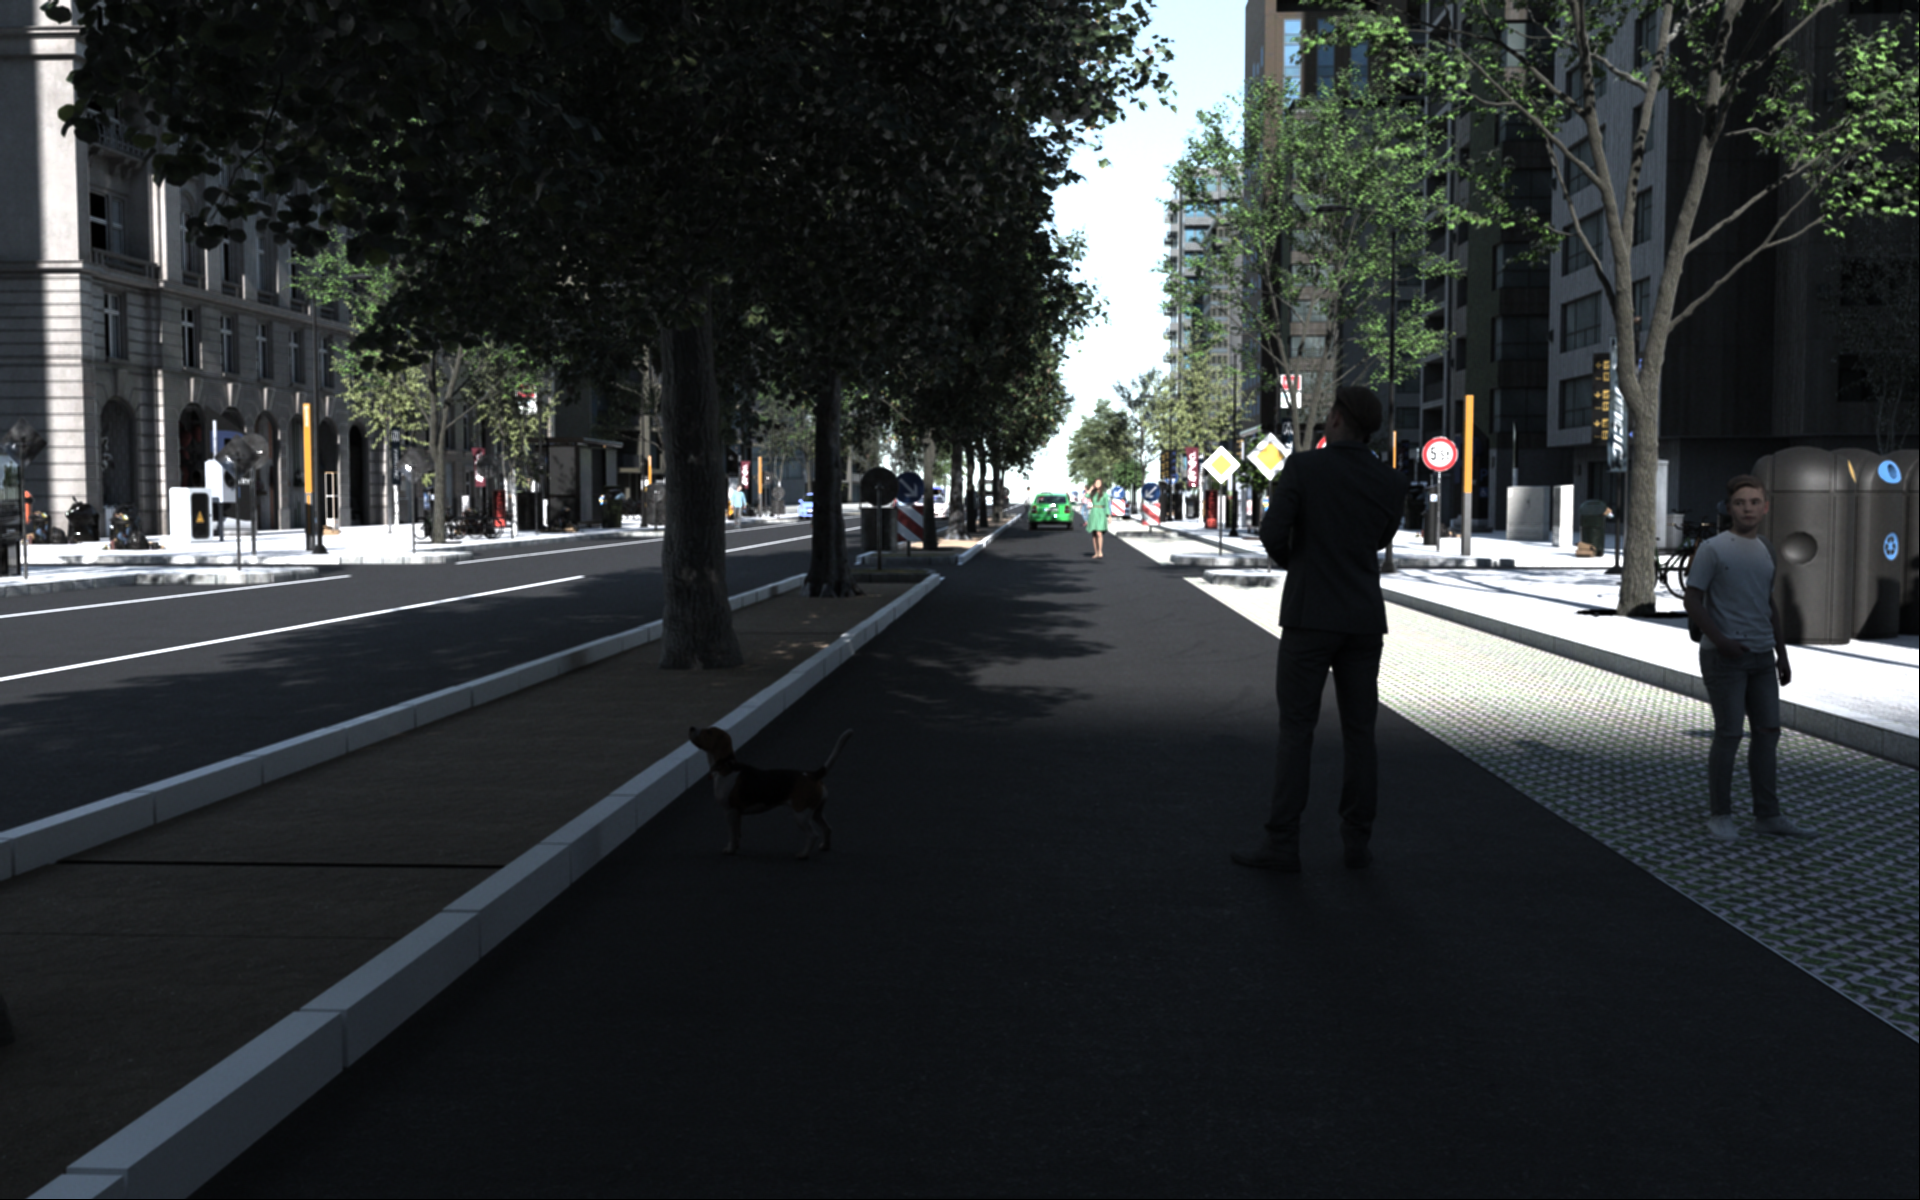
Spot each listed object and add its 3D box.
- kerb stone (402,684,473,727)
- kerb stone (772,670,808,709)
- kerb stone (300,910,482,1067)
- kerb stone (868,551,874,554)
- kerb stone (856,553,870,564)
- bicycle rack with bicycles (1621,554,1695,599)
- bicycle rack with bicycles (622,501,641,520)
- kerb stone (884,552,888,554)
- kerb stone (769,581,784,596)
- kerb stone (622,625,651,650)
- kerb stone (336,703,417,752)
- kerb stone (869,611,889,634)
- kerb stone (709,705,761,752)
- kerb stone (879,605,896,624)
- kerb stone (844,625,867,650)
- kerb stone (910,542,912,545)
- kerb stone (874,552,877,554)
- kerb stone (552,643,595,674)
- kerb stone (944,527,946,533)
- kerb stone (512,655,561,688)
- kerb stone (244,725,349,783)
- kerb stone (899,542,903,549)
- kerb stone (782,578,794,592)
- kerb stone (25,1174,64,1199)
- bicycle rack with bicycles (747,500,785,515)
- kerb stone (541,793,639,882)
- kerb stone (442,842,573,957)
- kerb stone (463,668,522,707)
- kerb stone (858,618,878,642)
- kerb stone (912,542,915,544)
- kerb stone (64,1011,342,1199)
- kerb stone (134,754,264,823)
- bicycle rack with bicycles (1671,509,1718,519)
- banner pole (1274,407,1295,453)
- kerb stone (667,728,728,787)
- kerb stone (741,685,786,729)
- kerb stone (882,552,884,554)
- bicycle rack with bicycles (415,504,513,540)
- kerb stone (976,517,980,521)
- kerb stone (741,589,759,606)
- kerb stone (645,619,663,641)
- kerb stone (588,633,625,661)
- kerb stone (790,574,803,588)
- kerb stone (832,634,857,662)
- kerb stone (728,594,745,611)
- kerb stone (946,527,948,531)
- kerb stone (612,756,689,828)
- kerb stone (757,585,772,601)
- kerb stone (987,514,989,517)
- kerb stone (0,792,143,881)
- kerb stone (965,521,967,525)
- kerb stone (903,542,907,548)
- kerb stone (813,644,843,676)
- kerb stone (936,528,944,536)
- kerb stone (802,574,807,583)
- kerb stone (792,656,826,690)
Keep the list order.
[{"bbox_3d":[-3.350,0.681,11.061,0.120,0.150,1.000,0,4,3],"label":"kerb stone"},{"bbox_3d":[-1.196,0.628,11.989,0.120,0.150,1.000,0,4,3],"label":"kerb stone"},{"bbox_3d":[-1.564,1.065,4.825,0.120,0.150,1.000,0,4,3],"label":"kerb stone"},{"bbox_3d":[-2.002,-0.918,37.205,0.120,0.150,1.000,0,4,3],"label":"kerb stone"},{"bbox_3d":[-2.055,-0.855,36.182,0.120,0.150,1.000,0,4,3],"label":"kerb stone"},{"bbox_3d":[9.382,-0.458,20.863,2.925,0.926,2.852,0,4,-7],"label":"bicycle rack with bicycles"},{"bbox_3d":[-16.734,-4.375,84.906,2.925,0.926,2.852,3,5,41],"label":"bicycle rack with bicycles"},{"bbox_3d":[-1.839,-1.103,40.267,0.120,0.150,1.000,0,4,3],"label":"kerb stone"},{"bbox_3d":[-2.654,-0.134,24.383,0.120,0.150,1.000,0,4,3],"label":"kerb stone"},{"bbox_3d":[-3.089,0.375,16.181,0.120,0.150,1.000,0,4,3],"label":"kerb stone"},{"bbox_3d":[-3.404,0.747,10.039,0.120,0.150,1.000,0,4,3],"label":"kerb stone"},{"bbox_3d":[-0.877,0.248,18.133,0.120,0.150,1.000,0,4,3],"label":"kerb stone"},{"bbox_3d":[-1.299,0.750,9.934,0.120,0.150,1.000,0,4,3],"label":"kerb stone"},{"bbox_3d":[-0.835,0.187,19.155,0.120,0.150,1.000,0,4,3],"label":"kerb stone"},{"bbox_3d":[-0.997,0.373,16.092,0.120,0.150,1.000,0,4,3],"label":"kerb stone"},{"bbox_3d":[-1.470,-1.541,47.417,0.120,0.150,1.000,0,4,3],"label":"kerb stone"},{"bbox_3d":[-1.951,-0.980,38.225,0.120,0.150,1.000,0,4,3],"label":"kerb stone"},{"bbox_3d":[-3.189,0.493,14.134,0.120,0.150,1.000,0,4,3],"label":"kerb stone"},{"bbox_3d":[-0.687,-2.477,62.780,0.120,0.150,1.000,0,4,3],"label":"kerb stone"},{"bbox_3d":[-3.240,0.556,13.104,0.120,0.150,1.000,0,4,3],"label":"kerb stone"},{"bbox_3d":[-3.454,0.807,9.006,0.120,0.150,1.000,0,4,3],"label":"kerb stone"},{"bbox_3d":[-1.633,-1.355,44.353,0.120,0.150,1.000,0,4,3],"label":"kerb stone"},{"bbox_3d":[-2.605,-0.192,25.406,0.120,0.150,1.000,0,4,3],"label":"kerb stone"},{"bbox_3d":[-1.662,1.190,2.774,0.120,0.150,1.000,0,4,3],"label":"kerb stone"},{"bbox_3d":[-12.262,-5.795,108.130,2.925,0.926,2.852,-2,4,-23],"label":"bicycle rack with bicycles"},{"bbox_3d":[-1.462,0.938,6.867,0.120,0.150,1.000,0,4,3],"label":"kerb stone"},{"bbox_3d":[-1.513,1.000,5.846,0.120,0.150,1.000,0,4,3],"label":"kerb stone"},{"bbox_3d":[-3.287,0.620,12.081,0.120,0.150,1.000,0,4,3],"label":"kerb stone"},{"bbox_3d":[-0.940,0.311,17.113,0.120,0.150,1.000,0,4,3],"label":"kerb stone"},{"bbox_3d":[-1.423,-1.593,48.438,0.120,0.150,1.000,0,4,3],"label":"kerb stone"},{"bbox_3d":[-1.620,1.127,3.804,0.120,0.150,1.000,0,4,3],"label":"kerb stone"},{"bbox_3d":[-3.504,0.870,7.977,0.120,0.150,1.000,0,4,3],"label":"kerb stone"},{"bbox_3d":[16.877,-1.648,40.322,2.852,0.926,2.925,-2,4,-32],"label":"bicycle rack with bicycles"},{"bbox_3d":[9.332,-3.671,50.034,0.863,3.779,0.401,2,4,24],"label":"banner pole"},{"bbox_3d":[-1.358,0.815,8.913,0.120,0.150,1.000,0,4,3],"label":"kerb stone"},{"bbox_3d":[-1.251,0.687,10.961,0.120,0.150,1.000,0,4,3],"label":"kerb stone"},{"bbox_3d":[-1.891,-1.040,39.246,0.120,0.150,1.000,0,4,3],"label":"kerb stone"},{"bbox_3d":[-14.143,-2.202,49.388,2.925,0.926,2.852,-2,4,-34],"label":"bicycle rack with bicycles"},{"bbox_3d":[1.113,-4.607,97.595,0.120,0.150,1.000,0,4,3],"label":"kerb stone"},{"bbox_3d":[-2.771,-0.006,22.336,0.120,0.150,1.000,0,4,3],"label":"kerb stone"},{"bbox_3d":[-3.029,0.305,17.202,0.120,0.150,1.000,0,4,3],"label":"kerb stone"},{"bbox_3d":[-3.141,0.431,15.155,0.120,0.150,1.000,0,4,3],"label":"kerb stone"},{"bbox_3d":[-2.560,-0.259,26.429,0.120,0.150,1.000,0,4,3],"label":"kerb stone"},{"bbox_3d":[-1.034,0.438,15.070,0.120,0.150,1.000,0,4,3],"label":"kerb stone"},{"bbox_3d":[-2.831,0.057,21.309,0.120,0.150,1.000,0,4,3],"label":"kerb stone"},{"bbox_3d":[-0.631,-2.542,63.800,0.120,0.150,1.000,0,4,3],"label":"kerb stone"},{"bbox_3d":[-1.413,0.875,7.892,0.120,0.150,1.000,0,4,3],"label":"kerb stone"},{"bbox_3d":[-2.708,-0.070,23.356,0.120,0.150,1.000,0,4,3],"label":"kerb stone"},{"bbox_3d":[1.740,-5.358,109.878,0.120,0.150,1.000,0,4,3],"label":"kerb stone"},{"bbox_3d":[-3.557,0.932,6.956,0.120,0.150,1.000,0,4,3],"label":"kerb stone"},{"bbox_3d":[0.427,-3.798,84.289,0.120,0.150,1.000,0,4,3],"label":"kerb stone"},{"bbox_3d":[-1.521,-1.480,46.396,0.120,0.150,1.000,0,4,3],"label":"kerb stone"},{"bbox_3d":[-1.090,0.498,14.049,0.120,0.150,1.000,0,4,3],"label":"kerb stone"},{"bbox_3d":[-0.737,-2.420,61.758,0.120,0.150,1.000,0,4,3],"label":"kerb stone"},{"bbox_3d":[-2.498,-0.319,27.449,0.120,0.150,1.000,0,4,3],"label":"kerb stone"},{"bbox_3d":[-1.148,0.561,13.020,0.120,0.150,1.000,0,4,3],"label":"kerb stone"}]
